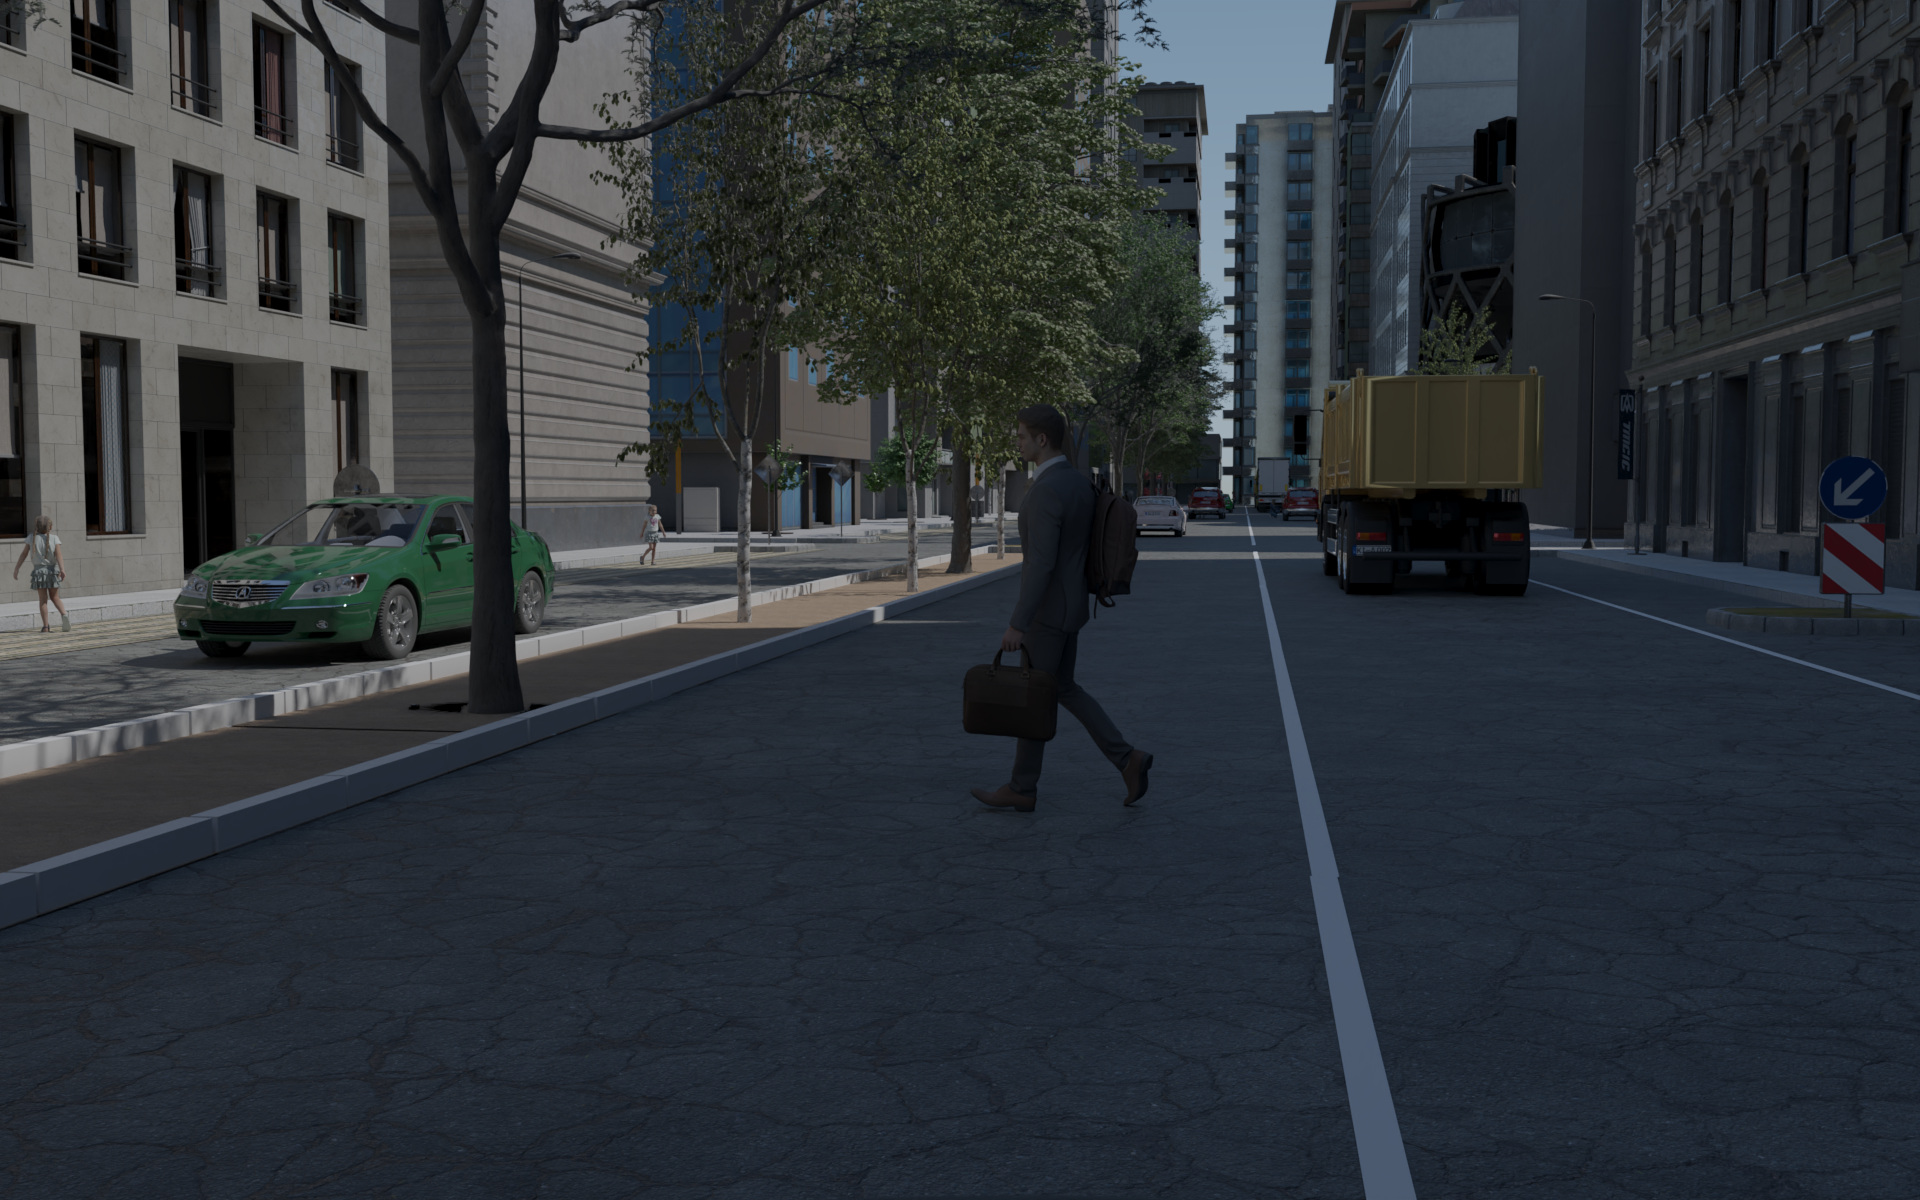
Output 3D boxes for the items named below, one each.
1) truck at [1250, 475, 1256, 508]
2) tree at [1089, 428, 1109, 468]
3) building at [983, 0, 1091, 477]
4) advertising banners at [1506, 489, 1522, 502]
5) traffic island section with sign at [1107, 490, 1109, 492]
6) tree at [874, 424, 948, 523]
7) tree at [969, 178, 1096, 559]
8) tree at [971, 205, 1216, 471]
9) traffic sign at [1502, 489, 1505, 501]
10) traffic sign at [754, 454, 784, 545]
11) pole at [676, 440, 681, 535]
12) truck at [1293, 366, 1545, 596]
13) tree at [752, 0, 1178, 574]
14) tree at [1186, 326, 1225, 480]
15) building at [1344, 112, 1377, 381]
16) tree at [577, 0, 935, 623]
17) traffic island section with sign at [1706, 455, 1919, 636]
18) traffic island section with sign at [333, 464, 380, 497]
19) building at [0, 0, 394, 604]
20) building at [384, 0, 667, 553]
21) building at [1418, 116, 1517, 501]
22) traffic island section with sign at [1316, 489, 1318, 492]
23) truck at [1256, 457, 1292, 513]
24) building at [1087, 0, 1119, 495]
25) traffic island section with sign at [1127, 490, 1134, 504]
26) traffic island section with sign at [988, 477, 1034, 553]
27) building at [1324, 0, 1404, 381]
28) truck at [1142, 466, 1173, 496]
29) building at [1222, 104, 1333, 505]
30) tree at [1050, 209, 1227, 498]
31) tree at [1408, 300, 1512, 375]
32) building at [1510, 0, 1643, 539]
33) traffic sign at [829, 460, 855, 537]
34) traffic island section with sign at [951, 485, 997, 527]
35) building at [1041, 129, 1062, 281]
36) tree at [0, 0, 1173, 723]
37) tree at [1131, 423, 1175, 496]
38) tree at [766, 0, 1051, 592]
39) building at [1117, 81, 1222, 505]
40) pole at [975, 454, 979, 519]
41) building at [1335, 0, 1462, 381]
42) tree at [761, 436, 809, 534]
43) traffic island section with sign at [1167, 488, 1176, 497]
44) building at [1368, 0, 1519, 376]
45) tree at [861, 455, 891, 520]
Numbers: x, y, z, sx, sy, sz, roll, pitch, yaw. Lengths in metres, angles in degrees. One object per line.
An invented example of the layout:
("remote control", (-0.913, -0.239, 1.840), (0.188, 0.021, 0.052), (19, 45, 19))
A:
("truck", (31.134, -10.985, 175.530), (3.469, 3.379, 9.791), (1, 4, 9))
("tree", (13.729, -13.973, 178.819), (4.737, 8.622, 4.395), (0, 3, 0))
("building", (3.595, -30.477, 148.410), (14.600, 45.320, 14.200), (1, 4, 9))
("advertising banners", (15.515, -3.185, 48.269), (0.090, 3.025, 2.074), (0, 4, 4))
("traffic island section with sign", (13.272, -8.800, 152.511), (1.989, 1.847, 2.006), (1, 4, 9))
("tree", (-2.230, -5.773, 78.109), (4.285, 4.588, 4.351), (0, 3, 0))
("tree", (0.912, -5.196, 37.776), (4.360, 8.622, 3.978), (0, 3, 0))
("tree", (3.760, -7.157, 53.881), (8.767, 10.594, 7.601), (1, 4, 9))
("traffic sign", (12.792, -2.273, 40.800), (0.795, 2.450, 0.064), (1, 4, 9))
("traffic sign", (-4.816, -2.449, 43.686), (0.795, 2.450, 0.064), (1, 4, 9))
("pole", (-8.924, -3.733, 54.881), (0.158, 3.312, 0.155), (0, 3, 0))
("truck", (7.299, -1.971, 28.156), (3.469, 3.379, 9.791), (1, 4, 9))
("tree", (-0.021, -6.769, 31.250), (7.486, 12.596, 7.792), (0, 3, 0))
("tree", (10.373, -10.594, 93.804), (7.486, 12.596, 7.792), (0, 3, 0))
("building", (36.717, -22.117, 133.315), (14.160, 30.474, 14.107), (1, 4, 9))
("tree", (-2.374, -4.062, 19.228), (4.360, 8.622, 3.978), (0, 3, 0))
("traffic island section with sign", (9.185, -0.608, 18.572), (1.989, 1.847, 2.006), (1, 4, 9))
("traffic island section with sign", (-8.020, -0.833, 22.245), (1.989, 1.847, 2.006), (1, 4, 9))
("building", (-16.117, -10.201, 21.541), (10.420, 20.320, 16.860), (1, 4, 9))
("building", (-17.785, -12.950, 40.605), (19.941, 23.489, 11.050), (1, 4, 9))
("building", (30.735, -13.217, 83.555), (16.820, 18.784, 16.811), (1, 4, 9))
("traffic island section with sign", (30.522, -8.597, 149.181), (1.989, 1.847, 2.006), (1, 4, 9))
("truck", (24.803, -9.049, 136.863), (2.839, 4.237, 11.283), (1, 4, 10))
("building", (6.499, -46.025, 190.757), (20.611, 71.187, 20.563), (1, 4, 9))
("traffic island section with sign", (17.795, -10.495, 180.214), (1.989, 1.847, 2.006), (1, 4, 9))
("traffic island section with sign", (1.817, -2.127, 42.906), (2.006, 1.907, 1.989), (1, 4, 9))
("building", (53.048, -36.184, 180.844), (28.713, 52.752, 27.495), (1, 4, 9))
("truck", (20.077, -11.413, 175.516), (2.839, 4.237, 11.283), (1, 4, 9))
("building", (48.184, -36.421, 215.086), (30.456, 49.044, 23.786), (1, 4, 9))
("tree", (5.817, -8.212, 62.478), (9.928, 11.665, 9.643), (0, 3, 0))
("tree", (19.360, -7.126, 66.879), (4.737, 8.622, 4.395), (0, 3, 0))
("building", (30.197, -15.821, 52.177), (24.014, 27.812, 14.314), (1, 4, 9))
("traffic sign", (-3.529, -2.931, 51.567), (0.795, 2.450, 0.064), (1, 4, 9))
("traffic island section with sign", (0.741, -4.112, 75.863), (1.989, 1.847, 2.006), (1, 4, 9))
("building", (0.130, -22.165, 134.091), (14.160, 30.474, 14.107), (1, 4, 9))
("tree", (-3.041, -5.993, 10.809), (12.009, 13.543, 11.850), (0, 3, 0))
("tree", (11.573, -9.066, 101.055), (4.360, 8.622, 3.978), (0, 3, 0))
("tree", (-0.688, -4.396, 24.686), (4.737, 8.622, 4.395), (0, 3, 0))
("building", (19.864, -38.774, 223.199), (27.495, 52.752, 28.713), (1, 4, 9))
("pole", (0.875, -5.722, 87.401), (0.158, 3.312, 0.155), (0, 3, 0))
("building", (44.997, -30.503, 153.347), (22.147, 44.769, 28.867), (1, 4, 9))
("tree", (-5.920, -3.719, 55.412), (1.663, 3.219, 1.824), (0, 3, 0))
("traffic island section with sign", (15.128, -7.109, 124.375), (2.006, 1.907, 1.989), (1, 4, 9))
("building", (31.796, -20.130, 106.618), (11.434, 29.767, 29.804), (1, 4, 9))
("tree", (-4.211, -5.603, 86.202), (1.663, 3.219, 1.824), (0, 3, 0))
